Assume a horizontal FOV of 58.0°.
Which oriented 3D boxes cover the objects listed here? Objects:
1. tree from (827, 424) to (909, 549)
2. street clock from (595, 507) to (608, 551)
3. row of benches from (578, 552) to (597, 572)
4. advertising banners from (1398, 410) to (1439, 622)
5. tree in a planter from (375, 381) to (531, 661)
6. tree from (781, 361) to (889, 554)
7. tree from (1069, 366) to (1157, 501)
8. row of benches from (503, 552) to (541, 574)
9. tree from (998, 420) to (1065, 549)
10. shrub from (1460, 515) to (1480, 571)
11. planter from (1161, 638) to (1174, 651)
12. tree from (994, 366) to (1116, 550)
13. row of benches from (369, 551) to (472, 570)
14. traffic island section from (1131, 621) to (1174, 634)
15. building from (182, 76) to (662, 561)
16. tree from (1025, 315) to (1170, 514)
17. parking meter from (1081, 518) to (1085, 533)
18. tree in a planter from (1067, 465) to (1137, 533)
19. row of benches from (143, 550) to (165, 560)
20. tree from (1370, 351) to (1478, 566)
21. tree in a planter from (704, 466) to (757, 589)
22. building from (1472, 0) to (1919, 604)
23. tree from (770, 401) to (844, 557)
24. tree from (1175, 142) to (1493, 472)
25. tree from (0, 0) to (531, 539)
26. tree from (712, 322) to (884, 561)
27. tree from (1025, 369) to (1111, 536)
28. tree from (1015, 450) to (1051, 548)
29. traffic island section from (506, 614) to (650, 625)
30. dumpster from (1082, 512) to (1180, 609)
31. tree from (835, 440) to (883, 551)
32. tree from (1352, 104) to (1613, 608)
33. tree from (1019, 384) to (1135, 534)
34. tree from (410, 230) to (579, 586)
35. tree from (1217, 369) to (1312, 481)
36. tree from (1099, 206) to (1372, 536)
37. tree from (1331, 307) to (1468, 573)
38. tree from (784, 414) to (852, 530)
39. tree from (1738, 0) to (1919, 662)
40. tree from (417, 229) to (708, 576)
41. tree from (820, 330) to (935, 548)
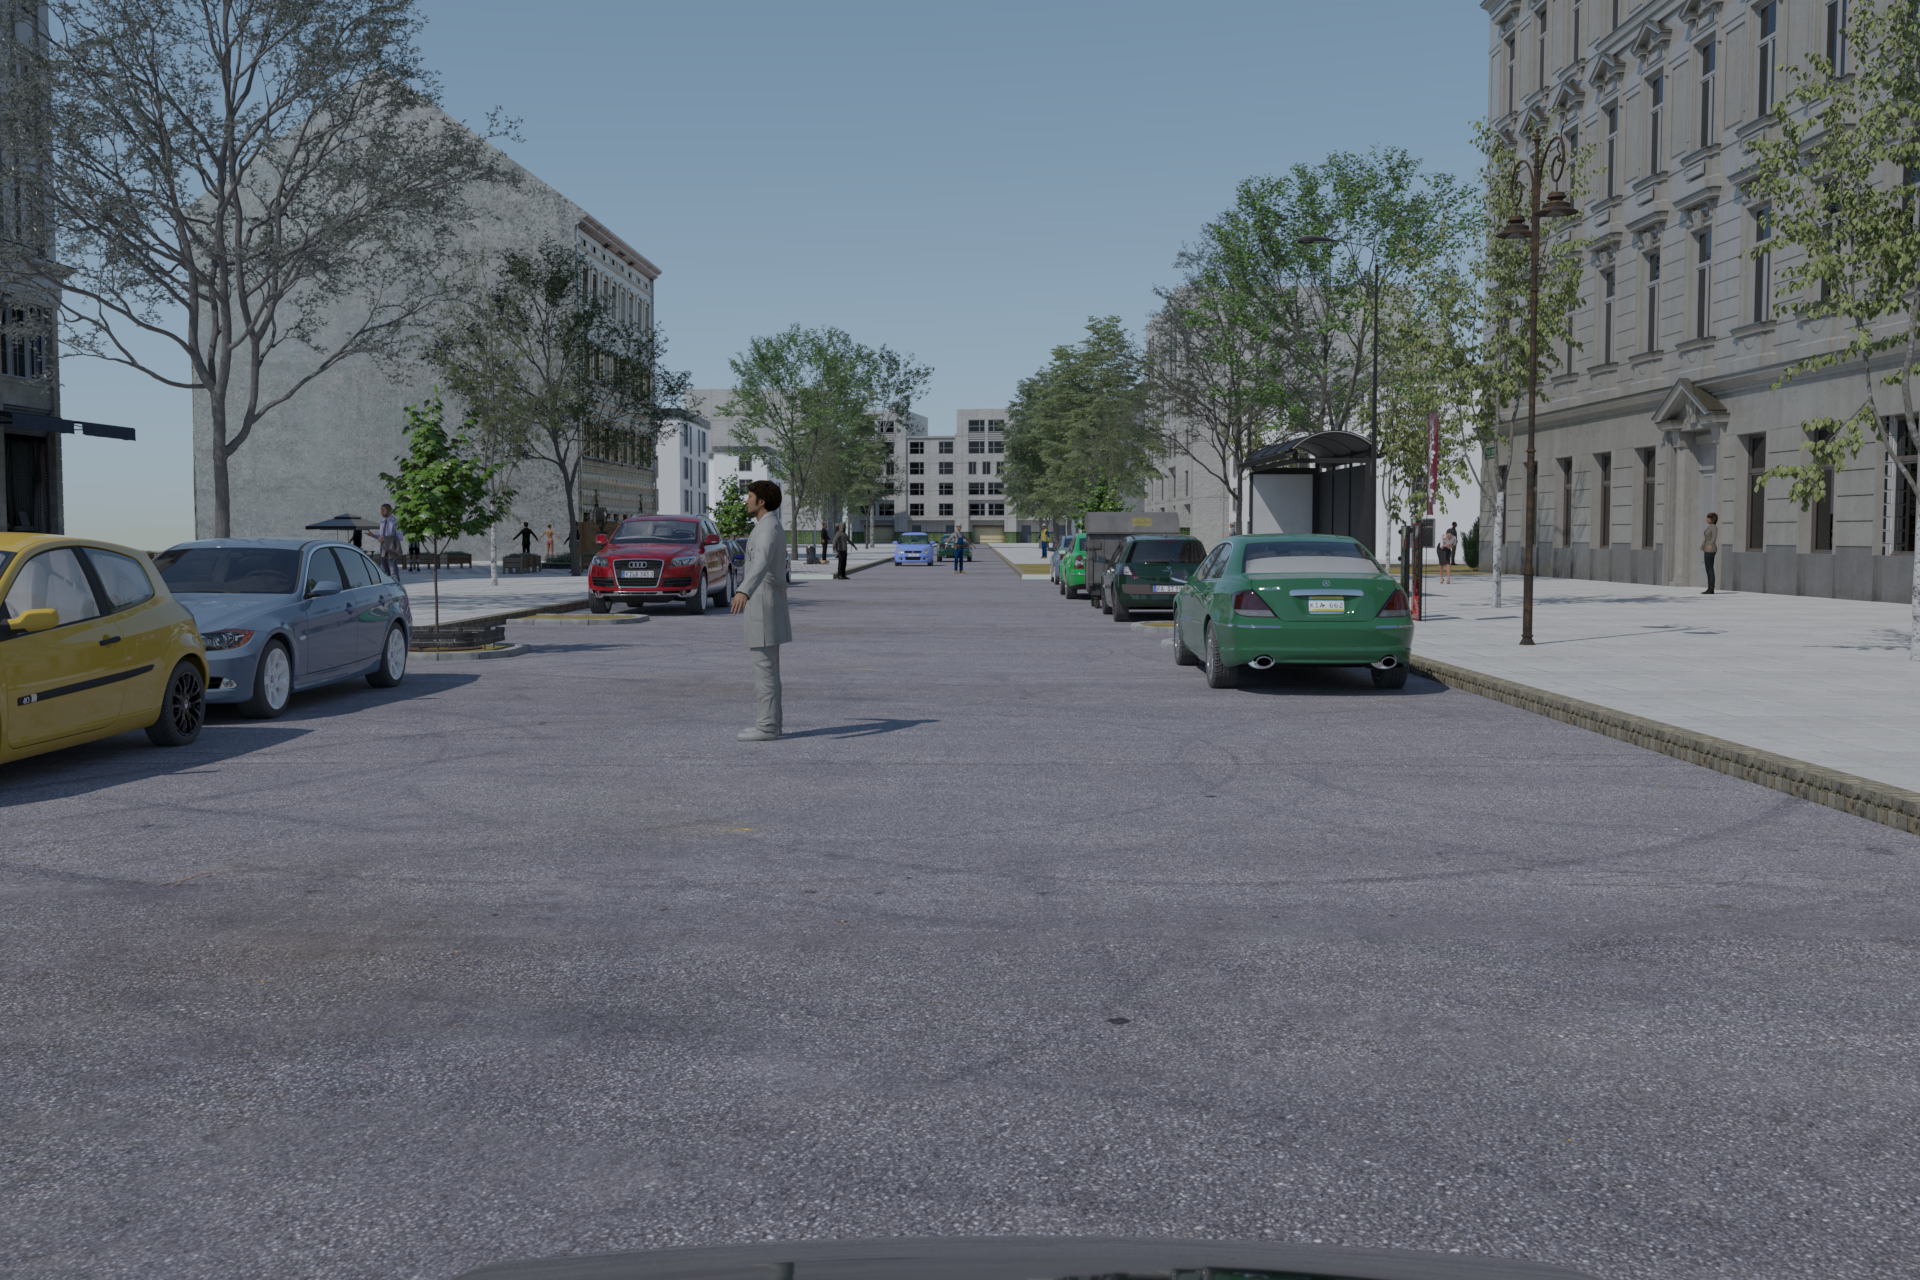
[{"bbox_3d":[-8.092,-13.033,147.509,8.767,10.594,7.601,1,4,17],"label":"tree"},{"bbox_3d":[-9.709,-2.592,46.953,0.358,2.002,0.471,0,4,1],"label":"street clock"},{"bbox_3d":[-11.096,-2.668,59.081,4.104,0.672,1.422,-1,4,-22],"label":"row of benches"},{"bbox_3d":[6.767,-1.799,25.605,0.090,3.025,2.074,0,4,1],"label":"advertising banners"},{"bbox_3d":[-6.211,-1.421,20.462,1.991,3.239,1.994,0,4,1],"label":"tree in a planter"},{"bbox_3d":[-8.305,-11.946,113.450,7.486,12.596,7.792,0,3,0],"label":"tree"},{"bbox_3d":[6.628,-7.653,75.494,4.360,8.622,3.978,0,3,0],"label":"tree"},{"bbox_3d":[-14.614,-2.589,57.786,1.422,0.672,4.104,0,4,-5],"label":"row of benches"},{"bbox_3d":[6.773,-14.141,149.329,7.486,12.596,7.792,0,3,0],"label":"tree"},{"bbox_3d":[18.257,-3.439,60.277,1.661,2.075,1.752,0,3,0],"label":"shrub"},{"bbox_3d":[3.547,-0.034,21.695,1.991,0.319,1.994,0,4,1],"label":"planter"},{"bbox_3d":[7.216,-13.656,129.924,9.857,13.997,8.962,0,3,0],"label":"tree"},{"bbox_3d":[-19.647,-2.934,63.435,1.422,0.672,4.104,3,4,39],"label":"row of benches"},{"bbox_3d":[3.576,-0.183,25.853,1.991,0.108,1.994,0,3,0],"label":"traffic island section"},{"bbox_3d":[-27.058,-15.902,90.928,19.493,23.208,18.063,0,4,1],"label":"building"},{"bbox_3d":[7.199,-10.496,89.729,7.486,12.596,7.792,0,3,0],"label":"tree"},{"bbox_3d":[4.158,-3.102,56.422,0.399,1.863,0.255,0,4,1],"label":"parking meter"},{"bbox_3d":[3.698,-2.927,45.086,1.991,3.239,1.994,0,4,1],"label":"tree in a planter"},{"bbox_3d":[-31.649,-3.176,67.398,4.104,0.672,1.422,2,4,26],"label":"row of benches"},{"bbox_3d":[18.213,-7.220,68.409,4.737,8.622,4.395,0,3,0],"label":"tree"},{"bbox_3d":[-5.993,-2.977,45.890,1.991,3.239,1.994,0,4,1],"label":"tree in a planter"},{"bbox_3d":[25.228,-15.882,36.086,17.030,29.872,44.131,0,4,0],"label":"building"},{"bbox_3d":[-7.957,-8.886,95.653,4.360,8.622,3.978,0,3,0],"label":"tree"},{"bbox_3d":[9.747,-7.351,45.949,9.928,11.665,9.643,0,3,0],"label":"tree"},{"bbox_3d":[-12.210,-7.230,28.574,12.009,13.543,11.850,0,3,0],"label":"tree"},{"bbox_3d":[-7.866,-9.658,83.658,9.928,11.665,9.643,0,3,0],"label":"tree"},{"bbox_3d":[7.794,-12.221,117.939,7.486,12.596,7.792,0,3,0],"label":"tree"},{"bbox_3d":[8.075,-14.241,158.601,9.928,11.665,9.643,0,3,0],"label":"tree"},{"bbox_3d":[-6.147,-0.328,28.228,1.991,0.108,1.994,0,4,1],"label":"traffic island section"},{"bbox_3d":[3.330,-1.559,33.710,1.865,1.857,1.264,0,4,1],"label":"dumpster"},{"bbox_3d":[-8.267,-10.868,128.057,4.360,8.622,3.978,0,3,0],"label":"tree"},{"bbox_3d":[9.287,-4.883,30.205,4.737,8.622,4.395,0,3,0],"label":"tree"},{"bbox_3d":[7.064,-10.590,107.564,8.767,10.594,7.601,3,5,40],"label":"tree"},{"bbox_3d":[-11.780,-5.646,42.669,4.360,8.622,3.978,0,3,0],"label":"tree"},{"bbox_3d":[12.843,-7.526,73.418,4.737,8.622,4.395,0,3,0],"label":"tree"},{"bbox_3d":[10.442,-9.461,65.062,12.009,13.543,11.850,0,3,0],"label":"tree"},{"bbox_3d":[14.298,-6.499,56.623,4.737,8.622,4.395,0,3,0],"label":"tree"},{"bbox_3d":[-7.886,-9.279,102.067,4.360,8.622,3.978,0,3,0],"label":"tree"},{"bbox_3d":[9.789,-4.102,17.426,4.737,8.622,4.395,0,3,0],"label":"tree"},{"bbox_3d":[-11.863,-7.244,52.856,8.767,10.594,7.601,-2,4,-29],"label":"tree"},{"bbox_3d":[-8.639,-18.651,160.839,12.611,20.169,13.585,0,3,0],"label":"tree"}]
